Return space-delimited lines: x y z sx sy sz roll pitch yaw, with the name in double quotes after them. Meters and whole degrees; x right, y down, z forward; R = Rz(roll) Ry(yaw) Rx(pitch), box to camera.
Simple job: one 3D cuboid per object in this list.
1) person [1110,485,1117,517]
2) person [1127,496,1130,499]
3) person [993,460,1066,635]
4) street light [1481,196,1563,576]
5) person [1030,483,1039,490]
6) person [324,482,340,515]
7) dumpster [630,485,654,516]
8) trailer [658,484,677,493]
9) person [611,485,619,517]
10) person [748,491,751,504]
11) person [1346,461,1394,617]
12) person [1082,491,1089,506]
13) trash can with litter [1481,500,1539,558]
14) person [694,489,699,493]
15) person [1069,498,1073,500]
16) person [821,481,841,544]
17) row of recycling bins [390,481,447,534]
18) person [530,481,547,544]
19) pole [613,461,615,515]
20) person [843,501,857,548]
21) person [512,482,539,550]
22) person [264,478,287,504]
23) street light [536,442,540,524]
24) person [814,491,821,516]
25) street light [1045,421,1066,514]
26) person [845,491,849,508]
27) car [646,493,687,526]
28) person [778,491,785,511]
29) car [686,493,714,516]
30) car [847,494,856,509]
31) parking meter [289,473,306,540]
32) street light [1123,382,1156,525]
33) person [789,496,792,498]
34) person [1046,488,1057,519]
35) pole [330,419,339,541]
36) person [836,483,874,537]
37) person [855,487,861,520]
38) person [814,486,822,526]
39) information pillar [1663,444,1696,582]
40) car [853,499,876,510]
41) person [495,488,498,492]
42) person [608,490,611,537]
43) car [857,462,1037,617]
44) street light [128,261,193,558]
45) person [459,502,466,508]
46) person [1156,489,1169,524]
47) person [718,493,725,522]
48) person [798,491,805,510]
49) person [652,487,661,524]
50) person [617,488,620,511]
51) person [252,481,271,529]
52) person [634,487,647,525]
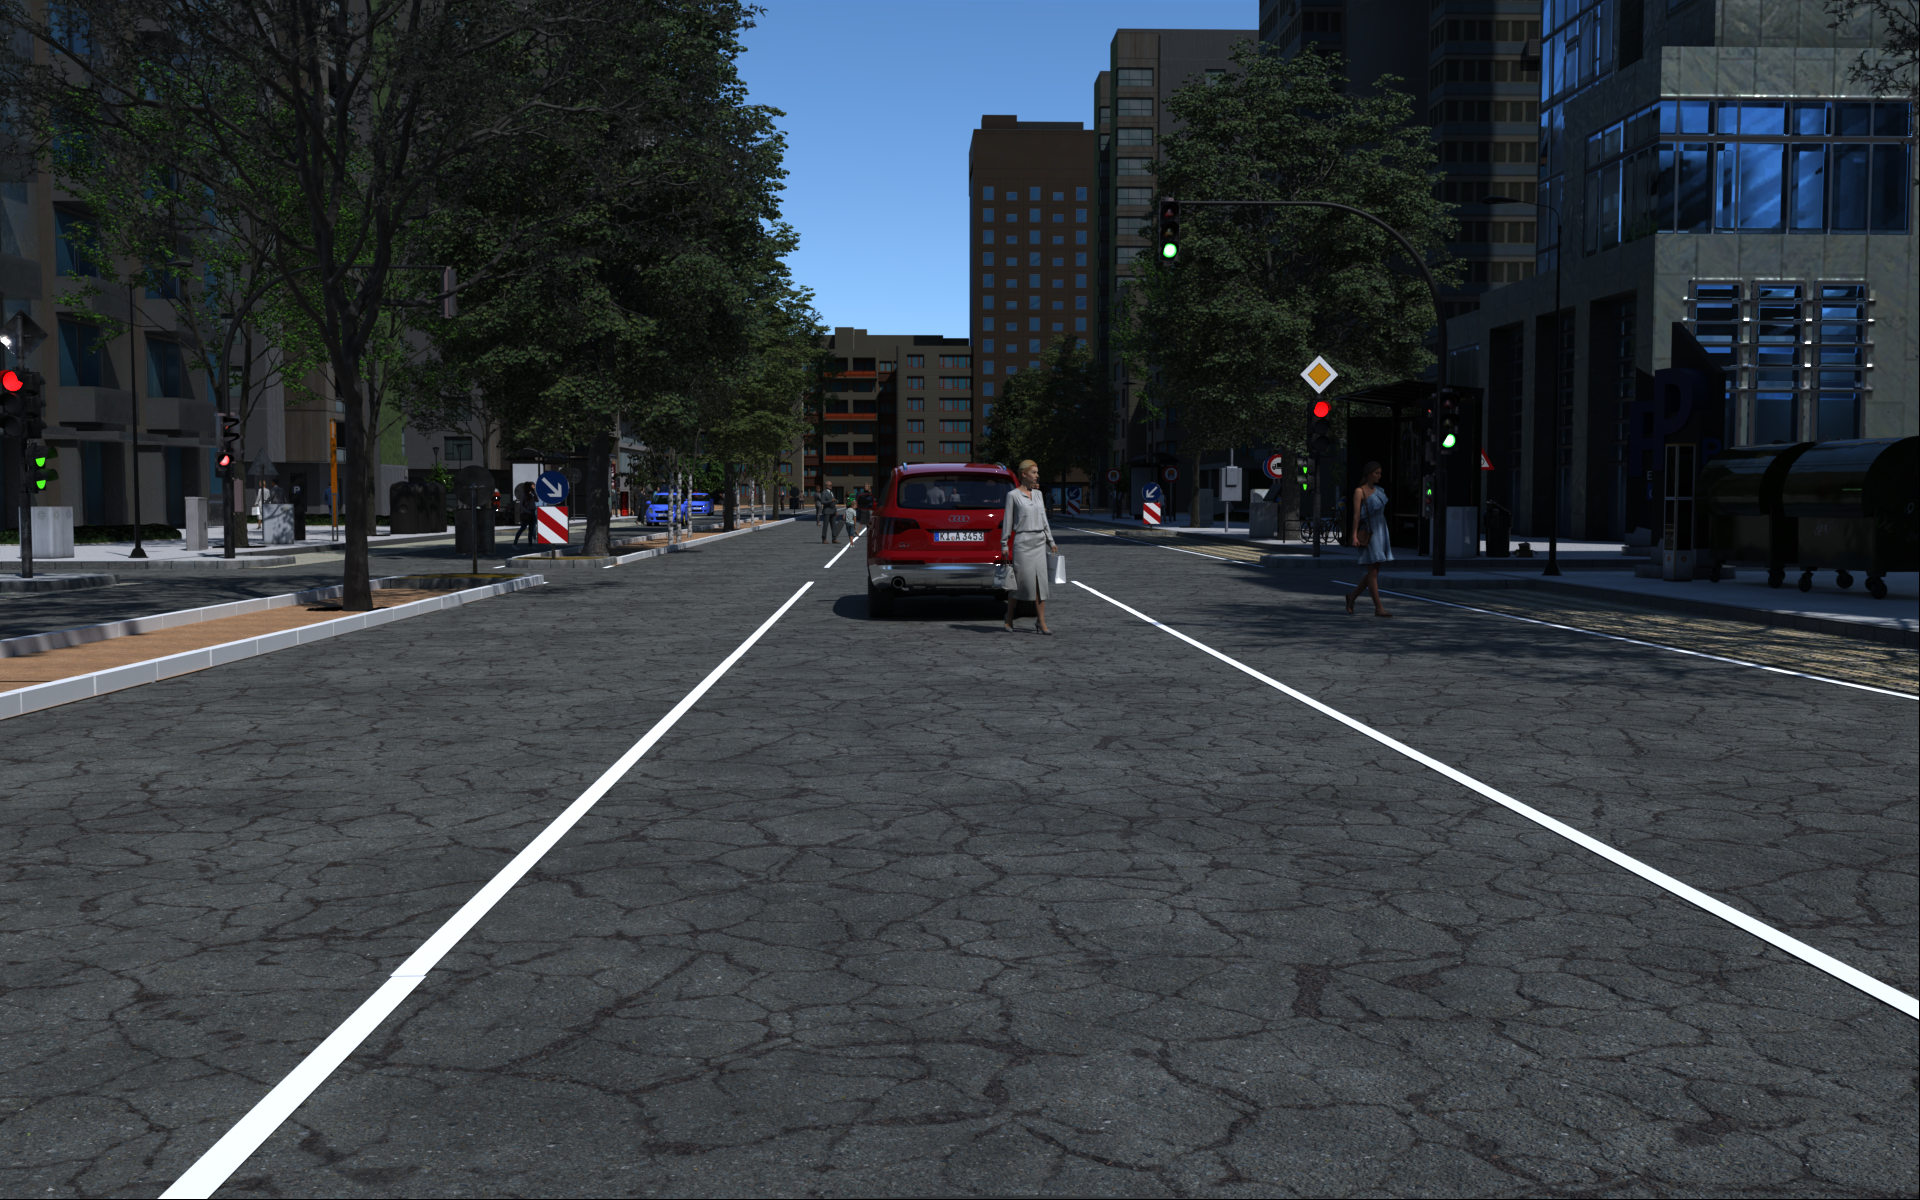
8.707 -5.588 97.508 0.679 1.850 0.850 3 5 40 "person"
11.916 -6.959 120.350 0.721 1.766 1.217 -1 4 -18 "person"
0.704 -0.547 17.800 0.694 1.780 0.624 -1 4 -18 "person"
8.812 -3.341 27.162 1.470 5.913 1.316 0 4 -2 "street light"
2.469 -3.046 58.284 0.573 1.828 0.580 1 4 20 "person"
-26.063 -4.023 72.009 0.721 1.800 0.419 -1 4 -11 "person"
-18.799 -5.895 102.146 1.264 1.857 1.865 0 4 -2 "dumpster"
-16.667 -5.613 98.820 1.471 1.999 3.904 0 4 -4 "trailer"
-19.195 -5.492 96.015 0.661 1.801 0.590 -2 4 -35 "person"
-17.475 -8.282 144.615 0.721 1.736 1.217 0 4 6 "person"
4.766 -0.716 20.307 0.616 1.811 0.778 -2 4 -32 "person"
14.105 -11.179 191.262 1.348 1.826 0.705 1 4 23 "person"
11.156 -1.453 35.145 1.055 1.170 0.624 0 4 6 "trash can with litter"
-21.116 -8.050 138.383 1.217 1.743 0.721 -2 4 -27 "person"
11.237 -10.300 175.258 0.445 1.727 0.742 1 4 19 "person"
-3.711 -2.525 49.956 0.590 1.801 0.661 2 4 32 "person"
-17.710 -3.041 56.831 1.069 1.692 3.534 0 4 3 "row of recycling bins"
-12.093 -2.498 49.602 0.793 1.790 0.793 -3 5 -42 "person"
-21.454 -6.950 107.480 0.158 3.312 0.155 0 3 0 "pole"
-2.922 -2.024 46.270 0.352 1.250 0.332 -2 4 -29 "person"
-11.132 -2.155 44.329 0.643 1.750 0.593 1 4 17 "person"
-22.360 -3.082 56.705 0.850 1.792 0.678 1 4 18 "person"
-17.239 -6.153 73.141 1.470 5.913 1.316 0 4 -2 "street light"
-9.106 -6.296 112.142 0.721 1.736 1.217 2 4 27 "person"
6.097 -8.423 110.263 1.470 5.913 1.316 0 4 -2 "street light"
-11.179 -10.028 173.285 0.721 1.723 1.217 2 4 30 "person"
-13.149 -4.196 78.188 1.945 1.707 3.694 0 4 -2 "car"
-15.294 -8.474 147.855 0.742 1.727 0.445 1 4 20 "person"
-17.116 -6.370 113.735 1.945 1.707 3.694 0 4 -4 "car"
-9.716 -9.485 163.875 1.959 1.807 4.718 0 4 -1 "car"
-18.377 -2.587 48.007 0.399 1.863 0.255 -1 4 -16 "parking meter"
7.441 -6.075 71.868 1.470 5.913 1.316 0 4 -2 "street light"
-15.977 -9.467 163.291 0.705 1.823 1.348 0 4 -1 "person"
5.223 -5.500 98.786 0.532 1.782 0.716 -3 4 -38 "person"
-16.976 -3.249 46.971 0.158 3.312 0.155 0 3 0 "pole"
-3.519 -3.005 57.849 1.509 1.804 0.699 -1 4 -8 "person"
-5.494 -5.301 95.368 0.583 1.804 0.606 -1 4 -15 "person"
-6.309 -4.231 77.958 0.520 1.790 0.573 3 4 37 "person"
10.546 -1.279 25.403 0.304 2.012 0.304 -1 4 -10 "information pillar"
-8.457 -8.785 153.859 2.015 1.641 3.980 0 4 -4 "car"
-23.924 -5.066 88.725 0.661 1.843 0.795 -2 4 -23 "person"
-11.926 -3.065 57.967 0.474 1.900 0.648 -1 4 -12 "person"
-0.154 -0.799 21.740 2.281 1.827 5.304 0 4 -3 "car"
-15.976 -3.799 34.649 1.470 5.913 1.316 0 4 -2 "street light"
-27.039 -5.369 94.104 0.520 1.790 0.573 -3 5 -41 "person"
8.750 -4.051 74.875 0.503 1.515 0.523 -3 5 -41 "person"
-12.098 -4.898 88.933 0.716 1.782 0.532 1 4 14 "person"
-14.674 -9.283 160.806 0.617 1.759 0.750 0 4 1 "person"
-14.791 -4.608 83.861 0.620 1.820 0.660 -1 4 -8 "person"
-26.142 -7.699 132.649 1.217 1.735 0.721 -1 4 -21 "person"
-25.259 -3.448 62.765 0.624 1.780 0.694 3 5 43 "person"
-14.903 -4.401 80.870 0.534 1.772 0.576 -2 4 -25 "person"
